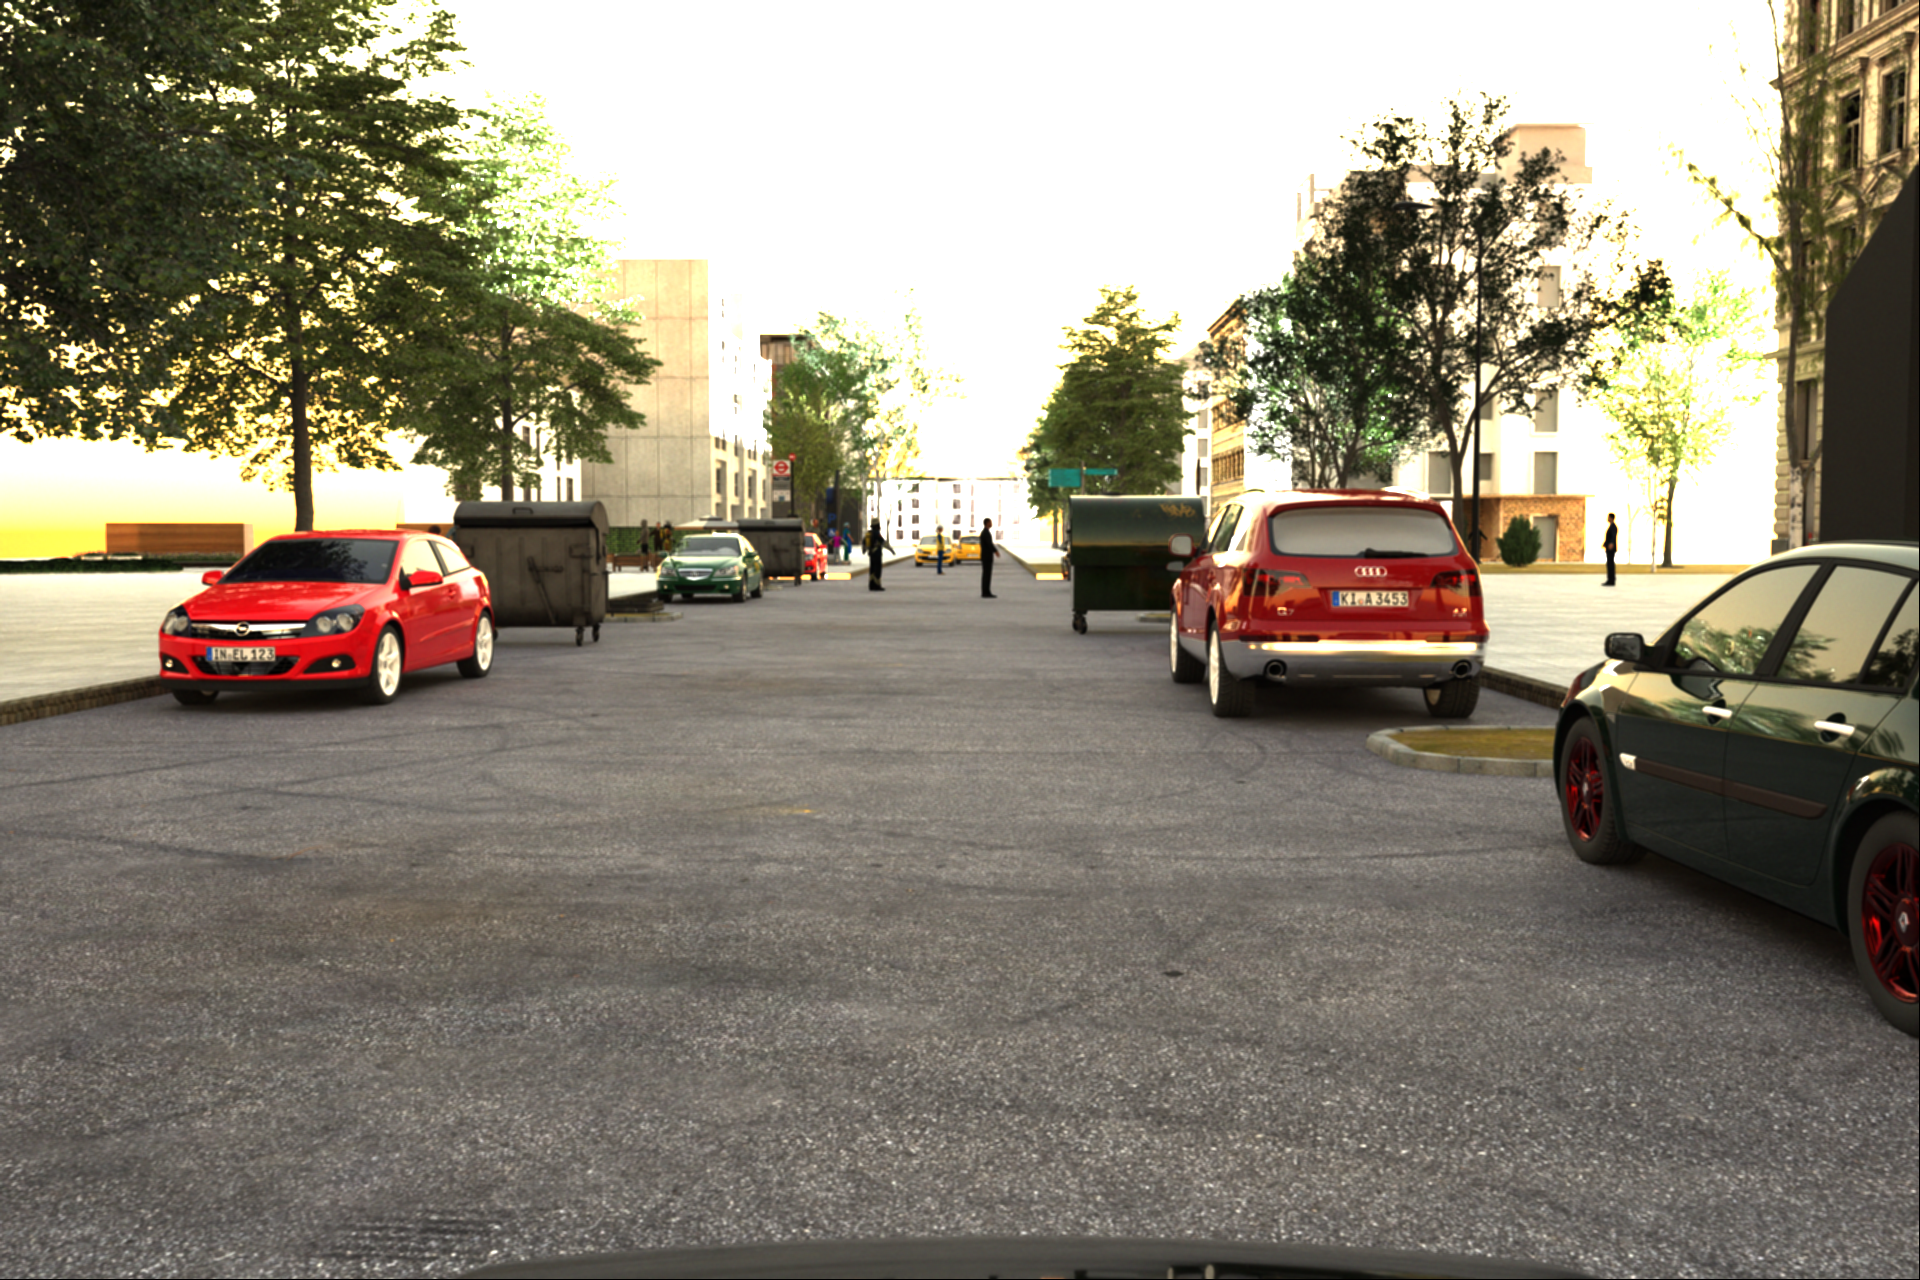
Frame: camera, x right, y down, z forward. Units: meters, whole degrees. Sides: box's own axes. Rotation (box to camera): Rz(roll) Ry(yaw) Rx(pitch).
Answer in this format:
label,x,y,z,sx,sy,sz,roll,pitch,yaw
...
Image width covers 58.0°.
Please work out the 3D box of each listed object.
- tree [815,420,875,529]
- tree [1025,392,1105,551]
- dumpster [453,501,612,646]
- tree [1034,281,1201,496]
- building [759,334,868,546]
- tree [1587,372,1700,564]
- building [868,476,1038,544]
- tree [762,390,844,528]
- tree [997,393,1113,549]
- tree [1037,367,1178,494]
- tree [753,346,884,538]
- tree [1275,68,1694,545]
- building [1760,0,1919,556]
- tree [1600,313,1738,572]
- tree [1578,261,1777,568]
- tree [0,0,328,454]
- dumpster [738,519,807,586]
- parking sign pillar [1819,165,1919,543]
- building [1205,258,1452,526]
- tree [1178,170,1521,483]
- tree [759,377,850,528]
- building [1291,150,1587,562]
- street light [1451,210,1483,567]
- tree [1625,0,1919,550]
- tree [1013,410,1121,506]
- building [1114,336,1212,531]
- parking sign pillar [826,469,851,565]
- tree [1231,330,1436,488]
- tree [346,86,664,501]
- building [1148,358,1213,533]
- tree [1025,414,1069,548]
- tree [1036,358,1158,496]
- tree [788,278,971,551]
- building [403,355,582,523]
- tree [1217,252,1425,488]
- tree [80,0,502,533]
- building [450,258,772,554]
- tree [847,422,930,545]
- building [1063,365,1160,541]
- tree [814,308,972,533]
label,x,y,z,sx,sy,sz,roll,pitch,yaw
tree,-7.774,-9.643,108.021,4.360,8.622,3.978,0,3,0
tree,8.390,-13.269,135.081,7.486,12.596,7.792,0,3,0
dumpster,-5.560,-0.876,22.544,1.865,1.857,1.264,0,4,1
tree,7.267,-9.821,78.700,7.486,12.596,7.792,0,3,0
building,-25.353,-21.353,193.102,27.936,21.610,32.646,0,4,1
tree,28.449,-7.555,73.883,4.360,8.622,3.978,0,3,0
building,-2.994,-18.778,251.626,28.070,9.664,9.099,1,4,9
tree,-7.697,-8.418,87.994,4.737,8.622,4.395,0,3,0
tree,8.221,-14.408,145.946,12.009,13.543,11.850,0,3,0
tree,7.584,-9.412,88.306,7.601,10.594,8.767,-1,4,-13
tree,-7.775,-10.389,95.619,9.928,11.665,9.643,0,3,0
tree,10.002,-6.091,34.004,8.767,10.594,7.601,2,4,29
building,30.245,-13.280,44.841,11.050,23.595,19.941,0,4,1
tree,23.658,-6.596,58.200,4.737,8.622,4.395,0,3,0
tree,27.146,-8.560,65.708,9.928,11.665,9.643,0,3,0
tree,-12.120,-6.900,19.478,9.857,13.997,8.962,0,3,0
dumpster,-5.217,-2.440,48.111,1.865,1.857,1.264,0,4,1
parking sign pillar,7.179,-1.524,13.384,1.447,3.967,1.447,0,4,0
building,27.655,-17.609,118.836,19.493,23.208,18.063,0,4,1
tree,9.958,-6.787,45.386,8.767,10.594,7.601,0,4,-4
tree,-7.319,-8.050,81.984,4.737,8.622,4.395,0,3,0
building,22.910,-14.405,91.934,16.016,20.090,11.380,0,4,0
street light,7.807,-3.166,24.310,1.470,5.913,1.316,0,4,1
tree,9.310,-4.235,19.611,4.360,8.622,3.978,0,3,0
tree,8.160,-11.340,119.818,8.767,10.594,7.601,-1,4,-18
building,27.740,-22.473,198.358,19.493,23.208,18.063,0,4,0
parking sign pillar,-5.237,-5.088,71.664,1.447,3.967,1.447,0,4,1
tree,16.080,-8.554,74.274,8.767,10.594,7.601,0,4,-1
tree,-11.507,-7.711,44.199,7.486,12.596,7.792,0,3,0
building,24.843,-19.972,182.966,16.016,20.090,11.380,0,4,1
tree,8.901,-14.696,158.410,7.486,12.596,7.792,0,3,0
tree,8.085,-10.796,102.266,9.928,11.665,9.643,0,3,0
tree,-5.778,-16.621,127.649,12.611,20.169,13.585,0,3,0
building,-25.270,-9.371,95.365,9.099,9.664,28.070,0,4,1
tree,13.104,-8.423,63.474,9.928,11.665,9.643,0,3,0
tree,-11.901,-6.892,30.813,7.486,12.596,7.792,0,3,0
building,-24.179,-15.946,127.175,16.747,18.905,31.486,0,4,1
tree,-6.580,-14.244,158.637,9.928,11.665,9.643,0,3,0
building,27.251,-23.322,225.291,27.936,21.610,32.646,0,4,1
tree,-5.643,-17.655,144.544,12.611,20.169,13.585,0,3,0
